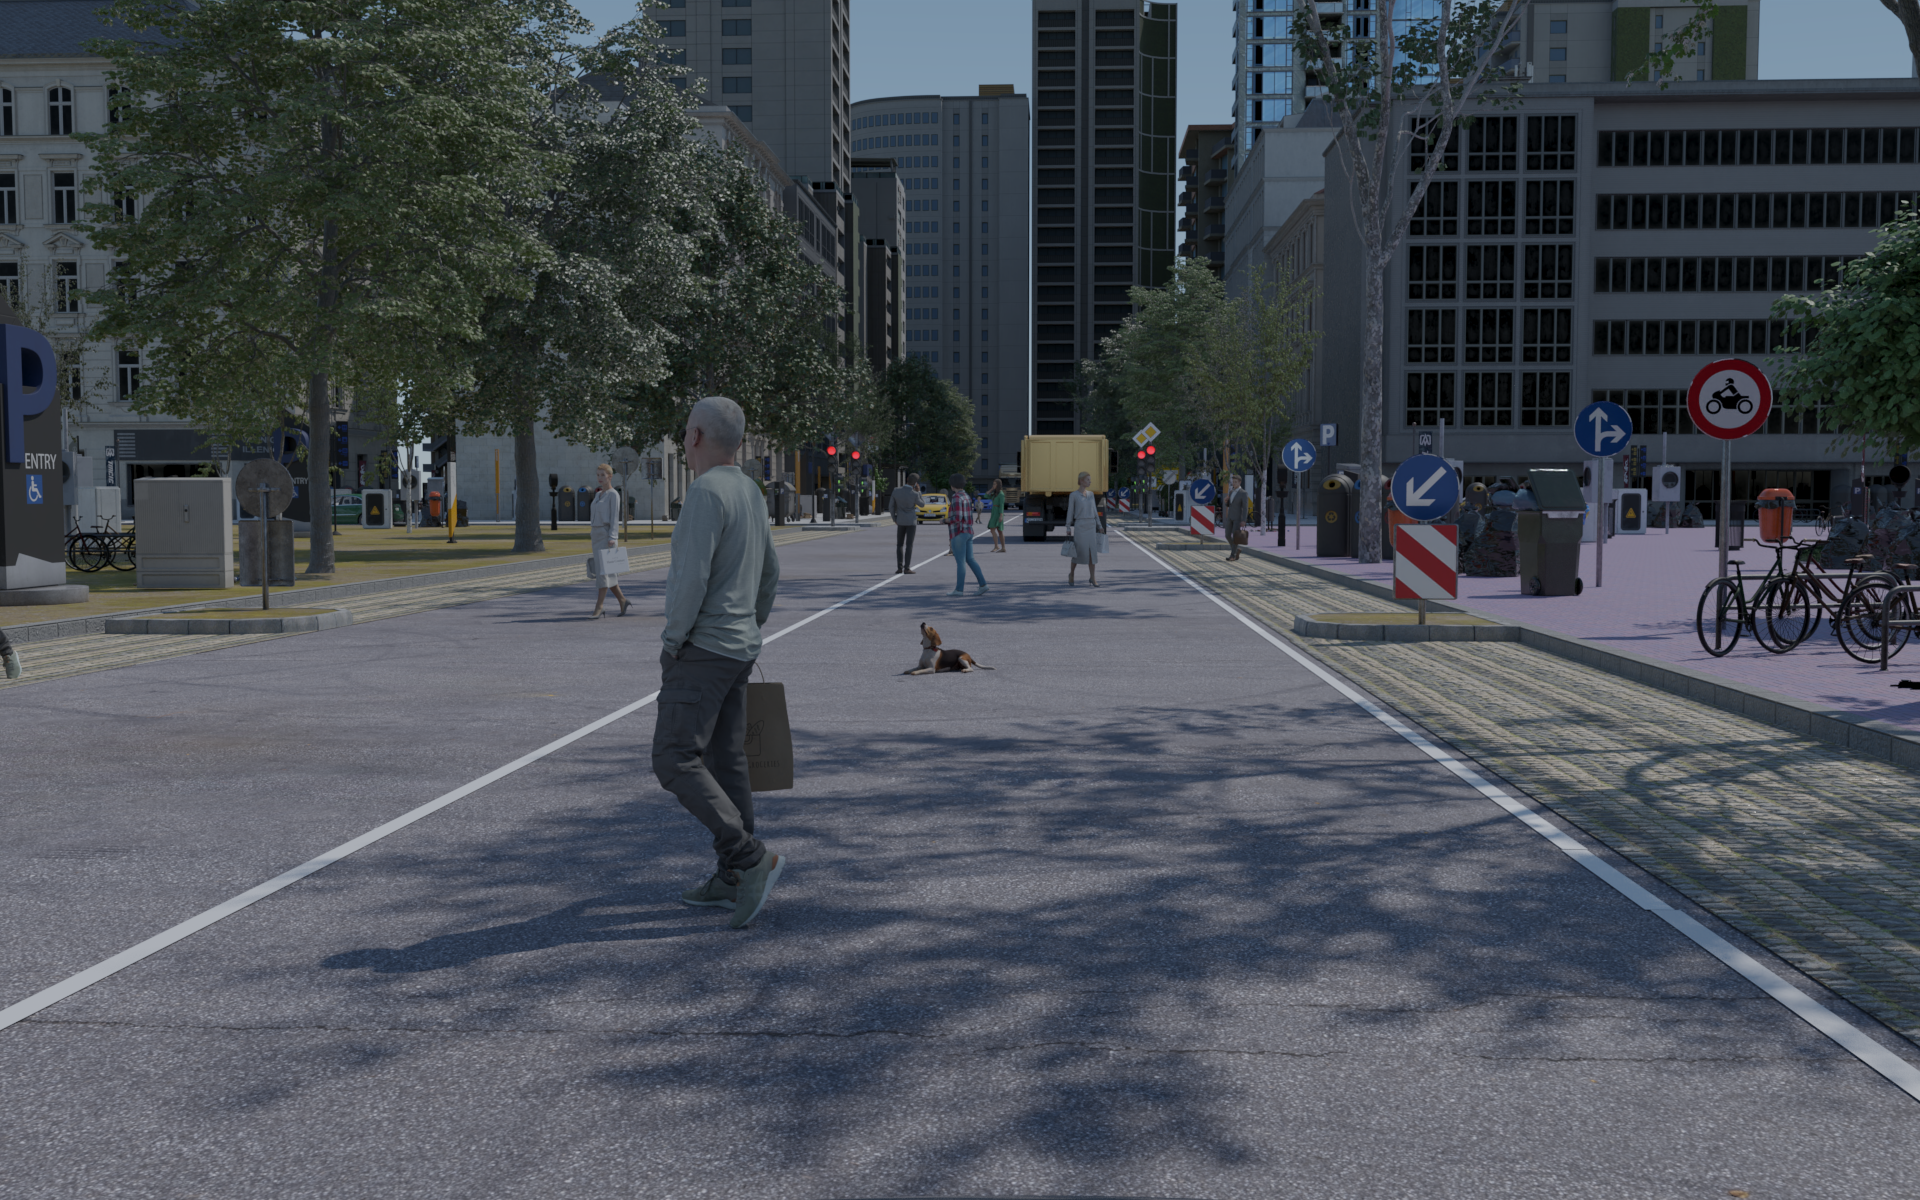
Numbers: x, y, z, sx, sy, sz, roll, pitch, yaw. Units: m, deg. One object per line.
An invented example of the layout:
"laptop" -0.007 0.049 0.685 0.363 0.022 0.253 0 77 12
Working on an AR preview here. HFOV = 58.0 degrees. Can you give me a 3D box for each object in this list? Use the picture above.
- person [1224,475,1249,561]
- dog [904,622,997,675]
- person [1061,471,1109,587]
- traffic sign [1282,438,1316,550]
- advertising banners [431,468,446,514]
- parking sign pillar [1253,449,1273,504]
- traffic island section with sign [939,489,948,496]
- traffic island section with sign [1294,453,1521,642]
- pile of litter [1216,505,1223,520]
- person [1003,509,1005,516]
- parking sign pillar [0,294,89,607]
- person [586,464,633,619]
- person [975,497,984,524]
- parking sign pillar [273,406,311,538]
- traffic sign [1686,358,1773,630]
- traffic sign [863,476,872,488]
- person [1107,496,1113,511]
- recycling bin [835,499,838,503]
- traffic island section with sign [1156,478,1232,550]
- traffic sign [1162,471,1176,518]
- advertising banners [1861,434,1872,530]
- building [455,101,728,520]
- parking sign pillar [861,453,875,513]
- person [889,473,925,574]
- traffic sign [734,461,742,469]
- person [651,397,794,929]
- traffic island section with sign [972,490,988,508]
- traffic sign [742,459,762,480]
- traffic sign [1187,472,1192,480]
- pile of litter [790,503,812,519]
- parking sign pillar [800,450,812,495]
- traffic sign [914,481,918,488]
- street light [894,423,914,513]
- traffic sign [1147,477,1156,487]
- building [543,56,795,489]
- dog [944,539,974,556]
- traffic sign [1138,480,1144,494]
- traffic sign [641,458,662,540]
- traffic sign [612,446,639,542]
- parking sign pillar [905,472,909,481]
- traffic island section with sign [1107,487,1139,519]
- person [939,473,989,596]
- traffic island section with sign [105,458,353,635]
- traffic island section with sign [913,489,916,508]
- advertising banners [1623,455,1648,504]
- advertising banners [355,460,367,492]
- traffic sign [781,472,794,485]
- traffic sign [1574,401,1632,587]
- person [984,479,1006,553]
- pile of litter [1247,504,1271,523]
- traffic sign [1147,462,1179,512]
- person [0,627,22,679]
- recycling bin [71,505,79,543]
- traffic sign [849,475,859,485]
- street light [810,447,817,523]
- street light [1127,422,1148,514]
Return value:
"person" 5.870 -1.731 36.760 0.622 1.834 0.822 3 5 40
"dog" -0.071 0.384 13.921 0.748 0.427 0.550 0 4 2
"person" 1.931 -1.102 26.873 0.694 1.780 0.624 -1 4 -16
"traffic sign" 7.776 -2.426 39.774 0.768 2.556 0.104 1 4 8
"advertising banners" -37.805 -7.931 125.863 0.090 3.025 2.074 1 4 17
"parking sign pillar" 17.728 -6.937 101.898 1.447 3.967 1.447 -2 4 -25
"traffic island section with sign" -1.141 -7.319 128.289 1.989 1.847 2.006 0 4 3
"traffic island section with sign" 4.481 -0.555 17.697 1.989 1.847 2.006 0 4 3
"pile of litter" 13.306 -4.481 87.229 1.719 0.858 1.176 0 4 6
"person" 2.815 -6.284 115.516 0.394 1.301 0.425 0 4 8
"parking sign pillar" -11.083 -1.948 20.320 1.447 3.967 1.447 0 4 1
"person" -4.039 -0.680 19.975 0.624 1.780 0.694 -2 4 -28
"person" 0.932 -4.337 83.679 0.475 1.303 0.640 -3 5 -40
"parking sign pillar" -19.531 -3.824 50.987 1.447 3.967 1.447 1 4 13
"traffic sign" 7.218 -0.992 16.333 0.768 2.556 0.104 0 4 8
"traffic sign" -5.756 -6.562 108.480 0.795 2.450 0.064 0 4 8
"person" 11.425 -7.523 131.685 0.537 1.800 0.526 3 4 36
"recycling bin" -6.613 -4.847 91.807 0.722 1.027 0.722 -3 4 -38
"traffic island section with sign" 6.082 -2.205 44.687 1.989 1.847 2.006 0 4 3
"traffic sign" 11.359 -5.747 94.069 0.768 2.556 0.104 1 4 9
"advertising banners" 20.413 -2.621 39.036 0.090 3.025 2.074 2 4 32
"building" -19.186 -14.583 93.178 10.420 20.320 16.860 0 4 3
"parking sign pillar" -6.086 -7.667 113.834 1.447 3.967 1.447 1 4 21
"person" -0.958 -1.368 31.043 0.592 1.802 0.473 2 4 33
"traffic sign" -8.715 -4.056 66.416 0.768 2.556 0.104 1 4 10
"person" -0.780 0.179 6.055 0.515 1.767 0.782 1 4 13
"traffic island section with sign" 1.806 -10.376 178.269 1.989 1.847 2.006 0 4 3
"traffic sign" -7.522 -3.825 62.648 0.768 2.556 0.104 1 4 12
"traffic sign" 13.472 -6.230 101.863 0.884 2.594 0.081 1 4 11
"pile of litter" -8.217 -4.679 90.461 1.176 0.858 1.719 3 4 38
"parking sign pillar" -9.512 -7.216 106.452 1.447 3.967 1.447 -2 4 -28
"traffic sign" -3.989 -9.163 149.928 0.768 2.556 0.104 0 4 6
"street light" -3.714 -8.618 113.449 1.470 5.913 1.316 0 4 3
"traffic sign" 11.318 -6.142 102.559 0.606 2.300 0.079 0 4 4
"building" -19.399 -19.939 113.386 14.401 28.519 23.554 0 4 3
"dog" -0.011 -1.231 40.325 0.748 0.427 0.550 0 4 0
"traffic sign" 13.749 -7.988 130.606 0.884 2.594 0.081 1 4 9
"traffic sign" -8.641 -2.842 48.589 0.606 2.300 0.079 0 4 7
"traffic sign" -8.960 -2.829 46.355 0.768 2.556 0.104 1 4 9
"parking sign pillar" -4.409 -9.616 145.700 1.447 3.967 1.447 1 4 12
"traffic island section with sign" 9.359 -5.595 100.099 1.989 1.847 2.006 0 4 3
"person" 0.054 -0.919 24.362 0.643 1.720 0.563 2 4 23
"traffic island section with sign" -7.659 -0.604 18.497 1.989 1.847 2.006 0 4 3
"traffic island section with sign" -2.778 -5.639 100.825 1.989 1.847 2.006 0 4 3
"advertising banners" 29.726 -4.900 76.302 0.090 3.025 2.074 -1 4 -8
"advertising banners" -31.366 -5.698 89.344 0.090 3.025 2.074 2 4 27
"traffic sign" -8.108 -4.854 81.495 0.606 2.300 0.079 0 4 8
"traffic sign" 8.822 -1.452 23.843 0.768 2.556 0.104 1 4 10
"person" 0.933 -2.052 42.301 0.529 1.795 0.600 -2 4 -34
"pile of litter" 13.133 -3.891 77.578 1.719 0.858 1.176 1 4 13
"traffic sign" 12.813 -7.007 108.440 2.265 3.308 0.079 1 4 9
"person" -7.693 -0.267 13.345 0.782 1.767 0.515 2 4 26
"recycling bin" -23.342 -2.030 45.742 0.722 1.027 0.722 1 4 20
"traffic sign" -6.877 -6.882 112.626 0.768 2.556 0.104 1 4 9
"street light" -5.923 -6.335 76.120 1.470 5.913 1.316 0 4 3
"street light" 11.493 -8.538 112.144 1.470 5.913 1.316 0 4 3
